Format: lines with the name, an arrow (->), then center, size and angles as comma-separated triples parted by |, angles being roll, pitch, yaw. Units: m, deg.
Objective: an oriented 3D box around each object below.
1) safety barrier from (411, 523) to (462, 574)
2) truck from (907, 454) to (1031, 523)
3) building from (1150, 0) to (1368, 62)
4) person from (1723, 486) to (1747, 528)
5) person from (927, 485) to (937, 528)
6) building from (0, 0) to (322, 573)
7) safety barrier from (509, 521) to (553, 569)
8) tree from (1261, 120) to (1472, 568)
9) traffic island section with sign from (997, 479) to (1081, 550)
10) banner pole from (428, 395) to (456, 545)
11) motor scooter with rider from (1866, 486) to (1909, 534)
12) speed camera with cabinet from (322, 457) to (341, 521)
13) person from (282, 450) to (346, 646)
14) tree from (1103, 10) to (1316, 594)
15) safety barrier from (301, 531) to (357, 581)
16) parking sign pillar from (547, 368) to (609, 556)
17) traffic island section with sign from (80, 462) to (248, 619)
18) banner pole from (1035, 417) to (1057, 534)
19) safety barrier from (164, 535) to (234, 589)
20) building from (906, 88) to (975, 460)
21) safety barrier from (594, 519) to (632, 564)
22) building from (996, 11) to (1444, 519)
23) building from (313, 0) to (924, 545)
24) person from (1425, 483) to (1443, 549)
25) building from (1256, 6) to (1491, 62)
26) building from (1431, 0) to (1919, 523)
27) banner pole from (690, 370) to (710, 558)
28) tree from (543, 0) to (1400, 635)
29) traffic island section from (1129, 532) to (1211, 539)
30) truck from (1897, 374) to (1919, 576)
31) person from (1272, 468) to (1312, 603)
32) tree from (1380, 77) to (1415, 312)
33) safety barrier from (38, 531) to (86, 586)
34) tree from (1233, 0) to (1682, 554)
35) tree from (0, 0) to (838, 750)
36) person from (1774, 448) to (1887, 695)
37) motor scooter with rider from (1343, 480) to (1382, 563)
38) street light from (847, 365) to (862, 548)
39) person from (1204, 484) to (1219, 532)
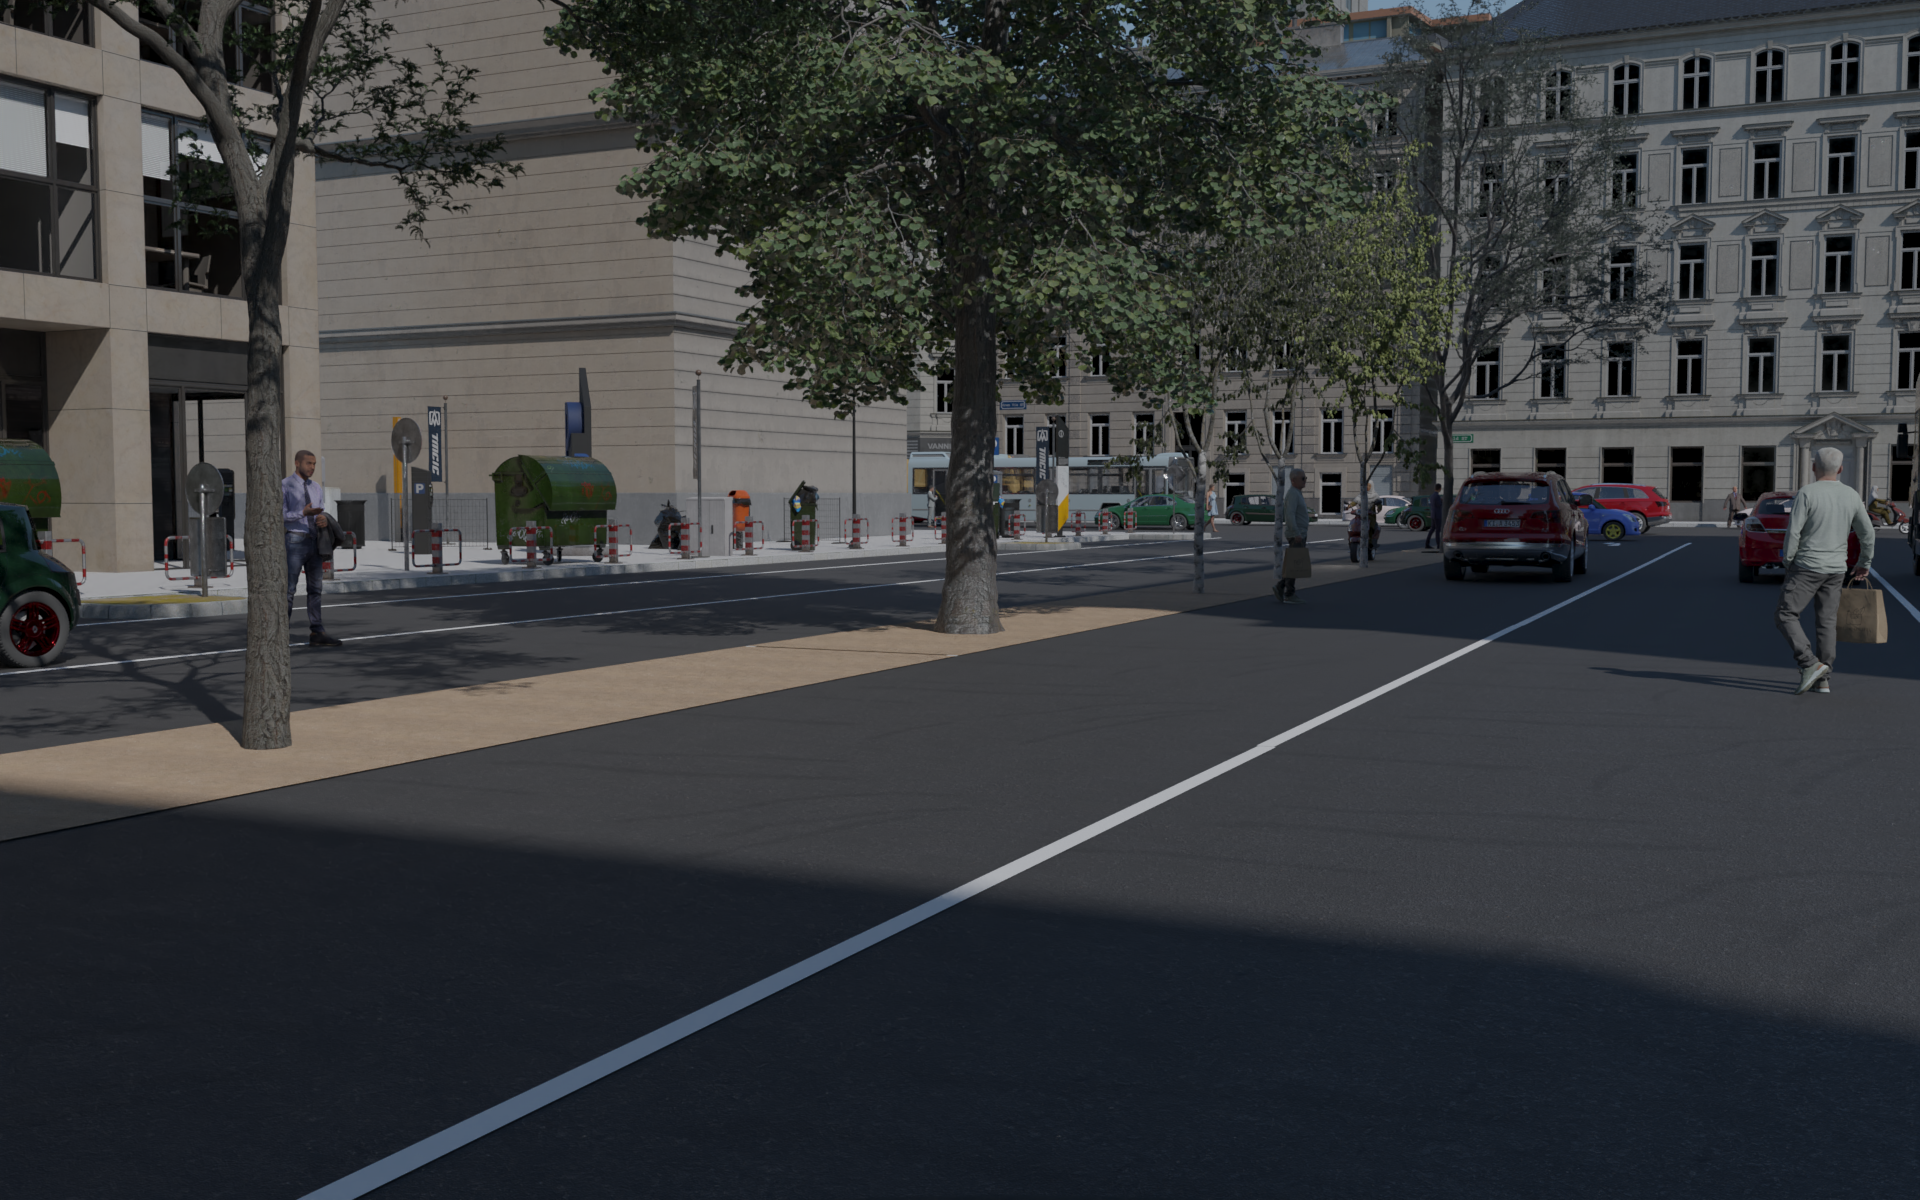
safety barrier -> -8.382, -0.825, 27.764 | 0.300, 0.817, 1.120 | 2, 4, 26
truck -> -0.434, -5.413, 84.424 | 9.791, 3.379, 3.469 | 2, 4, 24
building -> 35.183, -46.720, 202.123 | 20.611, 71.187, 20.563 | 2, 4, 26
person -> 33.054, -3.962, 73.838 | 0.990, 1.755, 0.434 | 1, 4, 10
person -> -1.189, -4.005, 74.155 | 0.466, 1.800, 0.511 | -1, 4, -18
building -> -27.812, -13.190, 20.176 | 19.350, 26.468, 34.151 | 2, 4, 26
safety barrier -> -7.384, -0.952, 29.839 | 0.300, 0.817, 1.120 | 2, 4, 26
tree -> 7.746, -4.905, 33.017 | 4.737, 8.622, 4.395 | 0, 3, 0
traffic island section with sign -> 2.078, -2.239, 45.233 | 1.989, 1.847, 2.006 | 2, 4, 26
banner pole -> -13.116, -3.283, 43.695 | 0.401, 3.779, 0.863 | 2, 4, 27
motor scooter with rider -> 33.110, -3.254, 62.161 | 1.986, 1.779, 0.876 | 2, 4, 25
speed camera with cabinet -> -15.977, -2.981, 43.074 | 0.660, 3.252, 2.038 | 0, 4, -5
person -> -6.005, -0.469, 16.044 | 0.599, 1.838, 0.709 | 2, 4, 29
tree -> 3.531, -4.412, 24.951 | 4.360, 8.622, 3.978 | 0, 3, 0
safety barrier -> -9.377, -0.698, 25.690 | 0.300, 0.817, 1.120 | 2, 4, 26
parking sign pillar -> -7.991, -2.929, 36.364 | 1.447, 3.967, 1.447 | -1, 4, -17
traffic island section with sign -> -9.636, -0.749, 20.876 | 1.989, 1.847, 2.006 | 2, 4, 26
banner pole -> 2.830, -4.059, 56.376 | 0.863, 3.779, 0.401 | 2, 4, 28
safety barrier -> -10.367, -0.571, 23.614 | 0.300, 0.817, 1.120 | 2, 4, 26
building -> -16.146, -20.545, 112.321 | 44.131, 29.872, 17.030 | 2, 4, 26
safety barrier -> -6.386, -1.079, 31.912 | 0.300, 0.817, 1.120 | 2, 4, 26
building -> 14.527, -18.292, 96.331 | 25.104, 27.353, 12.463 | 2, 4, 26
building -> -14.248, -16.244, 52.972 | 23.554, 28.519, 14.401 | 2, 4, 26
person -> 12.343, -2.167, 44.851 | 0.530, 1.710, 0.541 | 0, 4, 6
building -> 38.622, -30.942, 160.531 | 22.147, 44.769, 28.867 | 2, 4, 26
building -> 46.147, -18.700, 82.157 | 44.131, 29.872, 17.030 | 2, 4, 26
banner pole -> -5.337, -2.760, 35.139 | 0.401, 3.779, 0.863 | -1, 4, -20
tree -> 0.113, -6.634, 17.578 | 9.857, 13.997, 8.962 | 0, 3, 0
traffic island section -> 6.899, -2.068, 56.086 | 2.009, 0.180, 2.903 | 2, 4, 26
truck -> 16.370, -2.316, 26.773 | 2.839, 4.237, 11.283 | 2, 4, 25
person -> 4.333, -0.832, 22.597 | 0.515, 1.767, 0.782 | 1, 4, 12
tree -> 5.421, -4.658, 28.984 | 4.360, 8.622, 3.978 | 0, 3, 0
safety barrier -> -11.372, -0.444, 21.538 | 0.300, 0.817, 1.120 | 2, 4, 26
tree -> 11.703, -7.852, 41.210 | 12.009, 13.543, 11.850 | 0, 3, 0
tree -> -3.740, -4.458, 9.753 | 8.767, 10.594, 7.601 | 2, 4, 26
person -> 6.321, -0.216, 12.512 | 0.782, 1.767, 0.515 | -1, 4, -10
motor scooter with rider -> 8.502, -1.688, 36.568 | 0.876, 1.779, 1.986 | 2, 4, 25
street light -> -2.021, -4.168, 40.682 | 1.470, 5.913, 1.316 | 2, 4, 26
person -> 9.444, -3.476, 65.434 | 0.616, 1.811, 0.778 | -3, 5, -43
